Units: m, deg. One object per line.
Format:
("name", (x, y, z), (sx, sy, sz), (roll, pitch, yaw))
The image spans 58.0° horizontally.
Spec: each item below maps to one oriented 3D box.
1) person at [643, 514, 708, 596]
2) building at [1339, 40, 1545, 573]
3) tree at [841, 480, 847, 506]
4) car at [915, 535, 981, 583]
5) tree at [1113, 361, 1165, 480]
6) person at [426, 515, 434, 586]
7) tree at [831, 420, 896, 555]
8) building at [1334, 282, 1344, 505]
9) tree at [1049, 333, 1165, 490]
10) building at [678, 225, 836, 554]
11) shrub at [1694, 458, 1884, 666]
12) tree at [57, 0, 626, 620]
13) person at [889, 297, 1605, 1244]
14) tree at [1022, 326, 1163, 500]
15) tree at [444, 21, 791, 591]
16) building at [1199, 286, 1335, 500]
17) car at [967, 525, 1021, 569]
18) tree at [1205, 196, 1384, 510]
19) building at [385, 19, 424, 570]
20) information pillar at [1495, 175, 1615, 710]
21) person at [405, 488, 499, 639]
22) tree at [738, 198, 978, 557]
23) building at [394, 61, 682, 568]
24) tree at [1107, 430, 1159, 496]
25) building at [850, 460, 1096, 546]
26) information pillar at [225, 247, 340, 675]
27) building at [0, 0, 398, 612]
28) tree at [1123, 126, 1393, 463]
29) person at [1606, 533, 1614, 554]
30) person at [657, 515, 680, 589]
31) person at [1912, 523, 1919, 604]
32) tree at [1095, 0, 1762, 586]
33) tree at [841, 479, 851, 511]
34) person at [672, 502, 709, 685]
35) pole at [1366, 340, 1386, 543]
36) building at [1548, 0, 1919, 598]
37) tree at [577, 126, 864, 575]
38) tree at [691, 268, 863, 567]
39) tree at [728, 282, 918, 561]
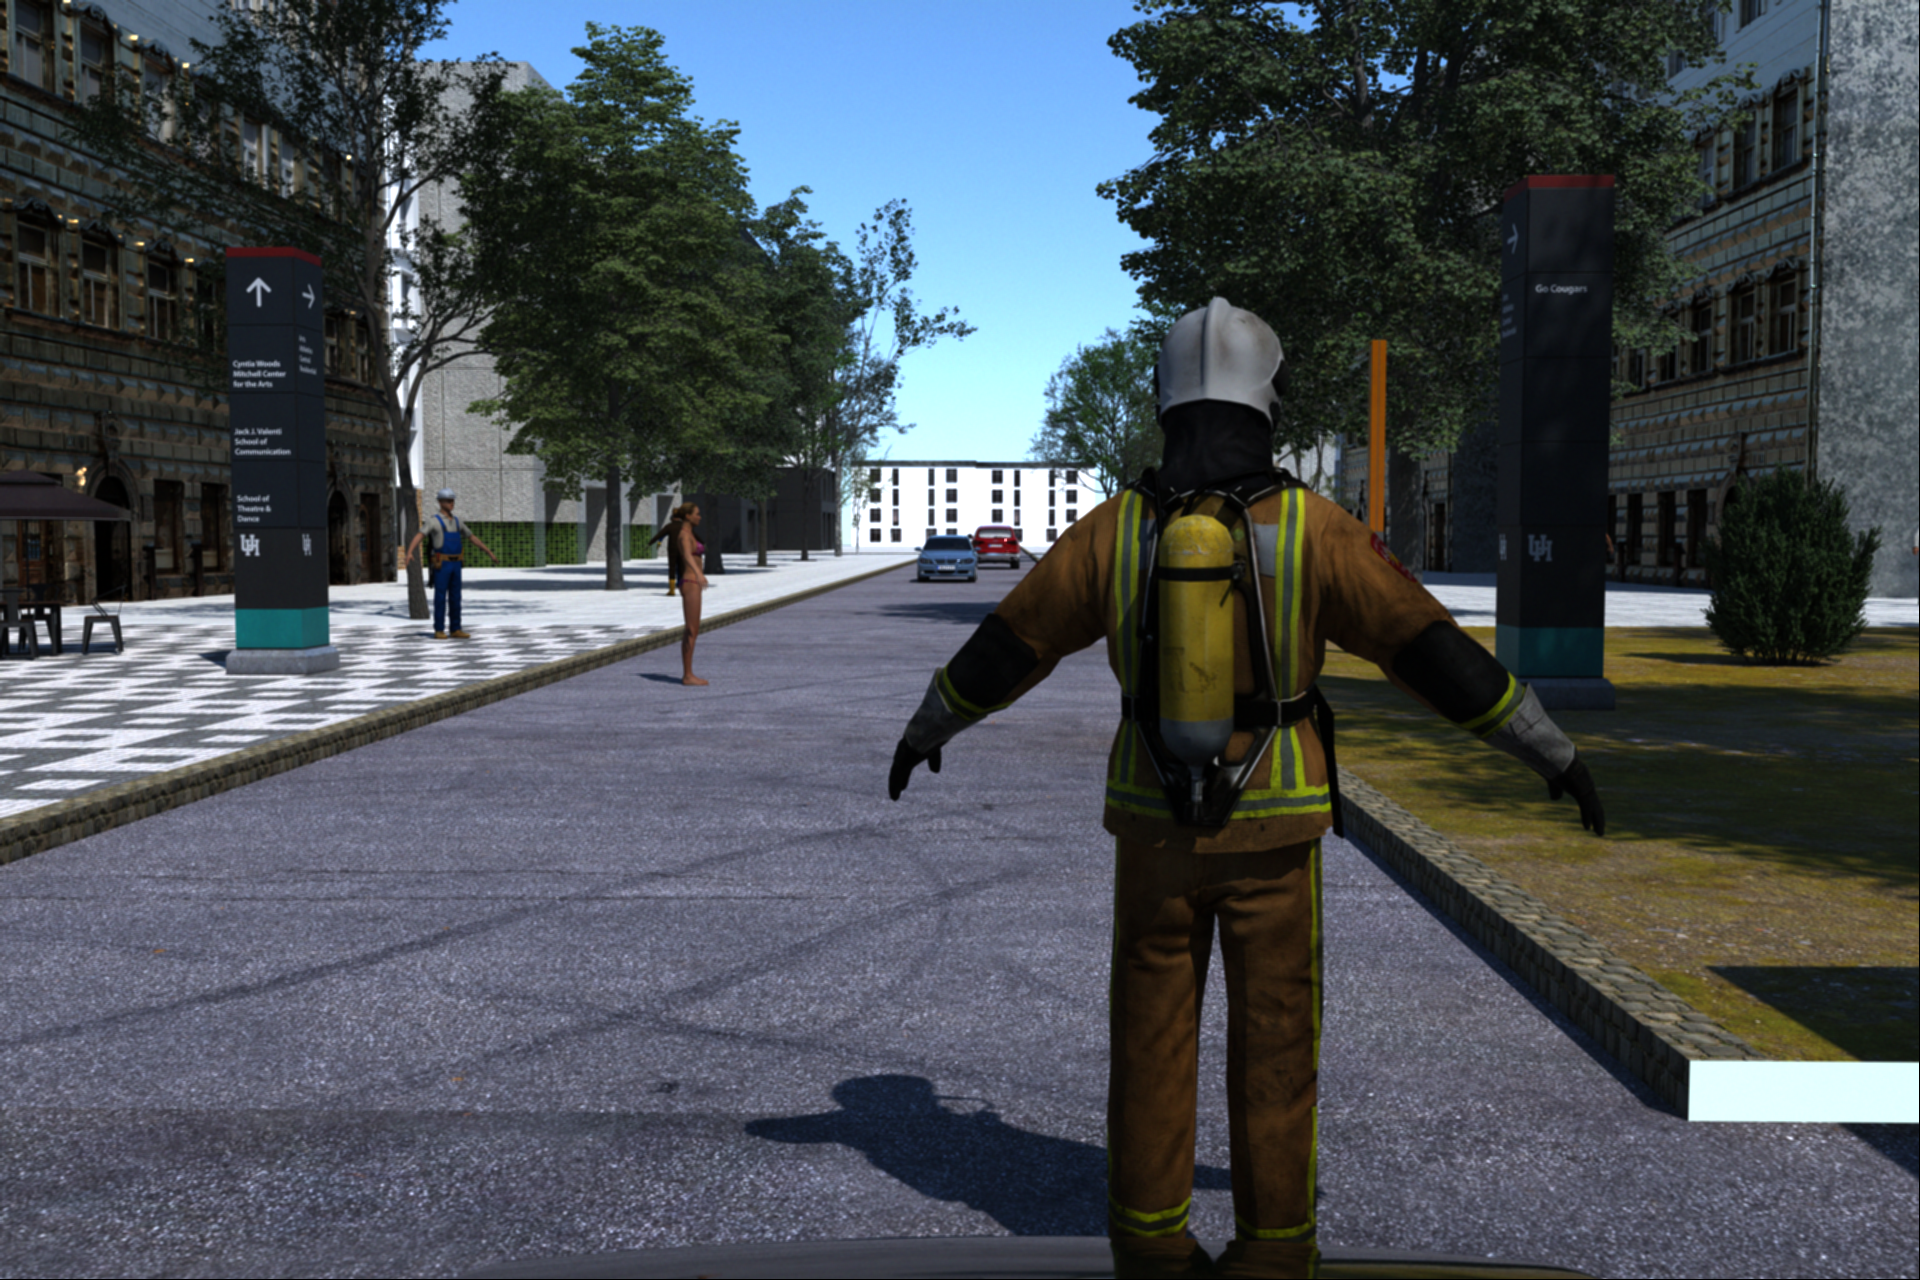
("person", (-5.871, -1.820, 35.887), (1.346, 1.812, 0.704), (-1, 4, -21))
("building", (25.532, -14.327, 65.171), (19.493, 23.208, 18.063), (0, 4, 1))
("tree", (-14.584, -15.131, 197.755), (4.360, 8.622, 3.978), (0, 3, 0))
("car", (-0.355, -2.493, 52.767), (2.014, 1.417, 4.499), (0, 4, 1))
("tree", (7.792, -7.297, 69.676), (4.360, 8.622, 3.978), (0, 3, 0))
("person", (-13.022, -2.203, 42.734), (0.721, 1.740, 1.216), (3, 4, 36))
("tree", (-6.634, -9.659, 108.279), (4.360, 8.622, 3.978), (0, 3, 0))
("building", (24.409, -14.162, 87.975), (16.016, 20.090, 11.380), (0, 4, 1))
("tree", (8.507, -9.867, 87.075), (9.928, 11.665, 9.643), (0, 3, 0))
("building", (-24.530, -17.480, 129.769), (27.936, 21.610, 32.646), (0, 4, 1))
("shrub", (8.114, -0.771, 17.023), (1.690, 2.028, 1.600), (0, 3, 0))
("tree", (-8.421, -5.598, 25.947), (7.601, 10.594, 8.767), (2, 4, 30))
("person", (0.480, 0.307, 3.213), (1.354, 1.858, 0.705), (1, 4, 18))
("tree", (8.787, -11.672, 101.204), (12.009, 13.543, 11.850), (0, 3, 0))
("tree", (-7.677, -7.375, 38.708), (7.486, 12.596, 7.792), (0, 3, 0))
("building", (25.849, -16.191, 131.181), (16.747, 18.905, 31.486), (0, 4, 2))
("car", (1.438, -3.892, 72.312), (2.281, 1.827, 5.304), (0, 4, 0))
("tree", (7.429, -5.252, 36.234), (4.360, 8.622, 3.978), (0, 3, 0))
("building", (-25.192, -11.915, 51.230), (16.016, 20.090, 11.380), (0, 4, 1))
("information pillar", (4.406, -1.437, 12.879), (0.750, 3.857, 0.750), (0, 4, 2))
("person", (-6.263, -0.939, 21.214), (0.705, 1.847, 1.347), (3, 4, 37))
("tree", (-5.679, -14.765, 97.301), (12.611, 20.169, 13.585), (0, 3, 0))
("building", (-24.230, -13.127, 81.080), (16.747, 18.905, 31.486), (0, 4, 1))
("tree", (21.607, -17.769, 197.185), (9.857, 13.997, 8.962), (0, 3, 0))
("building", (1.555, -15.543, 198.734), (28.070, 9.664, 9.099), (0, 4, -3))
("information pillar", (-6.289, -1.628, 16.002), (0.750, 3.857, 0.750), (0, 4, 2))
("building", (-24.614, -12.595, 36.850), (19.493, 23.208, 18.063), (0, 4, 2))
("tree", (7.809, -7.247, 44.246), (9.928, 11.665, 9.643), (0, 3, 0))
("person", (11.626, -1.591, 32.142), (1.347, 1.817, 0.704), (-1, 4, -21))
("person", (-6.601, -2.082, 40.504), (0.721, 1.772, 1.216), (3, 5, 44))
("person", (17.670, -1.550, 31.528), (1.347, 1.806, 0.705), (-2, 4, -33))
("tree", (6.504, -7.252, 25.225), (9.857, 13.997, 8.962), (0, 3, 0))
("tree", (-14.726, -15.450, 202.965), (4.737, 8.622, 4.395), (0, 3, 0))
("person", (-2.491, -0.444, 16.523), (0.721, 1.733, 1.217), (-1, 4, -10))
("pole", (4.399, -1.498, 18.340), (0.158, 3.312, 0.155), (0, 3, 0))
("building", (26.534, -12.952, 42.688), (19.493, 23.208, 18.063), (0, 4, 2))
("tree", (-7.840, -9.047, 54.568), (9.857, 13.997, 8.962), (0, 3, 0))
("tree", (-7.619, -8.644, 67.084), (9.928, 11.665, 9.643), (0, 3, 0))
("tree", (-7.247, -10.483, 81.760), (12.009, 13.543, 11.850), (0, 3, 0))
